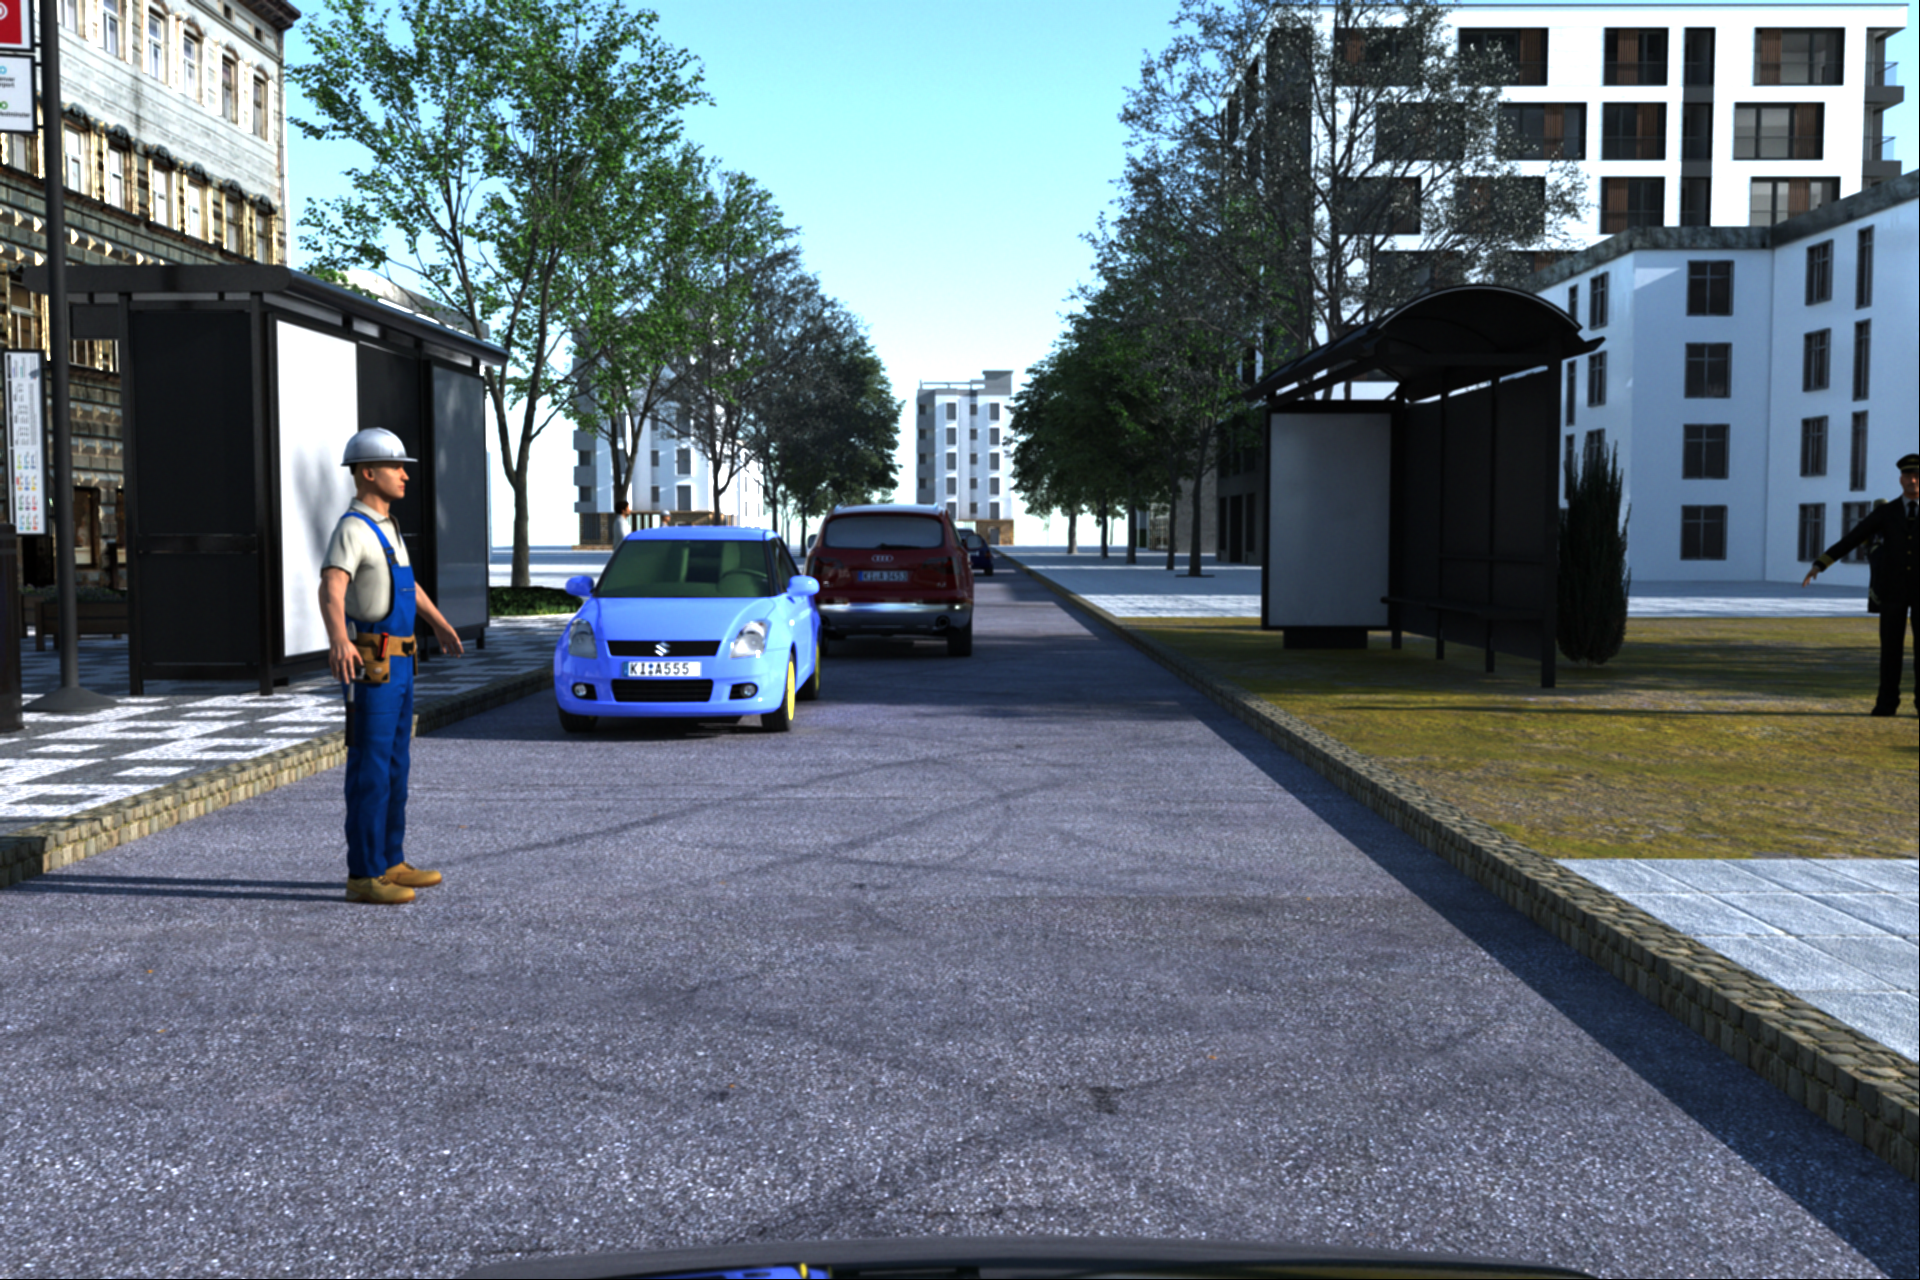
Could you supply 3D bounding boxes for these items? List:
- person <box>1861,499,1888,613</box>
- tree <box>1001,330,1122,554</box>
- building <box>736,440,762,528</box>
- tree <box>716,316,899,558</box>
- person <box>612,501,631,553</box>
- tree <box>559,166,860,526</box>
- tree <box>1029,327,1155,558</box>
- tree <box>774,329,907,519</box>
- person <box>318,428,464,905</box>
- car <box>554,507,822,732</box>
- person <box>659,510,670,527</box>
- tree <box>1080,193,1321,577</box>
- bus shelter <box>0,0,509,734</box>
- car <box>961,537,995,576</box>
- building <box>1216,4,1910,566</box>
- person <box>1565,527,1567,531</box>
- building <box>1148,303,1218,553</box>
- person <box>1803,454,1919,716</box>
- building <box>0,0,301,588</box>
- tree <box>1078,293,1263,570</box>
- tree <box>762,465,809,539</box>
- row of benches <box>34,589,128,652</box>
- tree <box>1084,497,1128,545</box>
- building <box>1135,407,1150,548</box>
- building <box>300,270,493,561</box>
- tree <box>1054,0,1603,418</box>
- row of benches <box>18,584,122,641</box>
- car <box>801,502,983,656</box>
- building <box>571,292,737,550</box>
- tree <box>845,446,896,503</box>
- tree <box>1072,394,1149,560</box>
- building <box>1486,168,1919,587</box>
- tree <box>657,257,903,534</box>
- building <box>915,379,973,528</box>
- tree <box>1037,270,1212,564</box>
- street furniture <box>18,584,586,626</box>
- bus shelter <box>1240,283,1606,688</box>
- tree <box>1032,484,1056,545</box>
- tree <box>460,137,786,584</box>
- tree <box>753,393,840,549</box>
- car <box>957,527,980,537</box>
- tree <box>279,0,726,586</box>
[{"bbox_3d":[14.930,-1.364,28.083,0.705,1.856,1.354,1,4,13],"label":"person"},{"bbox_3d":[7.238,-12.440,110.045,9.857,13.997,8.962,0,3,0],"label":"tree"},{"bbox_3d":[-23.537,-13.784,167.511,9.099,9.664,28.070,0,4,1],"label":"building"},{"bbox_3d":[-8.440,-11.258,94.442,12.009,13.543,11.850,0,3,0],"label":"tree"},{"bbox_3d":[-5.296,-1.296,27.378,0.705,1.806,1.347,-1,4,-17],"label":"person"},{"bbox_3d":[-7.988,-8.993,57.404,12.009,13.543,11.850,0,3,0],"label":"tree"},{"bbox_3d":[7.380,-10.677,92.696,7.486,12.596,7.792,0,3,0],"label":"tree"},{"bbox_3d":[-7.859,-12.411,109.578,9.857,13.997,8.962,0,3,0],"label":"tree"},{"bbox_3d":[-2.272,0.090,6.848,0.705,1.847,1.347,0,4,0],"label":"person"},{"bbox_3d":[-2.049,-0.250,13.675,1.945,1.707,3.694,0,4,0],"label":"car"},{"bbox_3d":[-6.896,-2.128,40.651,0.705,1.847,1.347,-1,4,-10],"label":"person"},{"bbox_3d":[7.176,-7.693,51.528,9.928,11.665,9.643,0,3,0],"label":"tree"},{"bbox_3d":[-6.220,-2.286,15.010,2.179,5.291,8.768,0,4,1],"label":"bus shelter"},{"bbox_3d":[0.267,-2.929,60.473,1.945,1.354,3.894,0,4,-1],"label":"car"},{"bbox_3d":[26.027,-14.650,83.502,27.936,21.610,32.646,0,4,0],"label":"building"},{"bbox_3d":[12.995,-1.864,36.602,1.348,1.813,0.705,-1,4,-9],"label":"person"},{"bbox_3d":[24.285,-18.214,128.723,19.493,23.208,18.063,0,4,0],"label":"building"},{"bbox_3d":[6.665,-0.380,12.151,1.347,1.837,0.705,2,4,33],"label":"person"},{"bbox_3d":[-28.831,-12.876,41.448,19.493,23.208,18.063,0,3,0],"label":"building"},{"bbox_3d":[7.831,-7.772,61.477,7.601,10.594,8.767,-1,4,-13],"label":"tree"},{"bbox_3d":[-20.496,-16.381,202.240,7.601,10.594,8.767,0,4,-6],"label":"tree"},{"bbox_3d":[-11.103,-0.216,18.987,4.104,0.672,1.422,-1,4,-10],"label":"row of benches"},{"bbox_3d":[18.057,-16.418,202.839,7.601,10.594,8.767,0,4,0],"label":"tree"},{"bbox_3d":[25.494,-17.820,157.814,16.747,18.905,31.486,0,3,0],"label":"building"},{"bbox_3d":[-23.332,-7.781,69.371,9.099,9.664,28.070,0,4,1],"label":"building"},{"bbox_3d":[7.023,-7.512,33.195,12.009,13.543,11.850,0,3,0],"label":"tree"},{"bbox_3d":[-12.125,-0.389,21.828,4.104,0.672,1.422,2,4,27],"label":"row of benches"},{"bbox_3d":[-0.847,-0.806,21.844,2.281,1.827,5.304,0,4,0],"label":"car"},{"bbox_3d":[-24.400,-17.136,136.589,16.016,20.090,11.380,0,4,1],"label":"building"},{"bbox_3d":[-11.126,-16.958,203.014,9.928,11.665,9.643,0,3,0],"label":"tree"},{"bbox_3d":[7.211,-8.228,84.895,4.737,8.622,4.395,0,3,0],"label":"tree"},{"bbox_3d":[22.866,-6.443,47.496,9.099,9.664,28.070,0,4,1],"label":"building"},{"bbox_3d":[-8.127,-10.081,75.195,12.009,13.543,11.850,0,3,0],"label":"tree"},{"bbox_3d":[-4.929,-21.131,204.371,11.380,20.090,16.016,0,4,4],"label":"building"},{"bbox_3d":[7.207,-9.588,74.889,7.486,12.596,7.792,0,3,0],"label":"tree"},{"bbox_3d":[-11.017,-0.653,26.304,10.072,0.657,5.734,0,4,0],"label":"street furniture"},{"bbox_3d":[4.179,-1.399,16.793,2.014,3.302,5.546,0,4,0],"label":"bus shelter"},{"bbox_3d":[10.299,-15.110,197.406,4.360,8.622,3.978,0,3,0],"label":"tree"},{"bbox_3d":[-8.551,-7.234,44.034,9.928,11.665,9.643,0,3,0],"label":"tree"},{"bbox_3d":[-8.824,-8.328,86.521,4.360,8.622,3.978,0,3,0],"label":"tree"},{"bbox_3d":[0.042,-5.630,100.718,2.281,1.827,5.304,0,4,-1],"label":"car"},{"bbox_3d":[-8.146,-6.467,31.496,9.928,11.665,9.643,0,3,0],"label":"tree"}]
